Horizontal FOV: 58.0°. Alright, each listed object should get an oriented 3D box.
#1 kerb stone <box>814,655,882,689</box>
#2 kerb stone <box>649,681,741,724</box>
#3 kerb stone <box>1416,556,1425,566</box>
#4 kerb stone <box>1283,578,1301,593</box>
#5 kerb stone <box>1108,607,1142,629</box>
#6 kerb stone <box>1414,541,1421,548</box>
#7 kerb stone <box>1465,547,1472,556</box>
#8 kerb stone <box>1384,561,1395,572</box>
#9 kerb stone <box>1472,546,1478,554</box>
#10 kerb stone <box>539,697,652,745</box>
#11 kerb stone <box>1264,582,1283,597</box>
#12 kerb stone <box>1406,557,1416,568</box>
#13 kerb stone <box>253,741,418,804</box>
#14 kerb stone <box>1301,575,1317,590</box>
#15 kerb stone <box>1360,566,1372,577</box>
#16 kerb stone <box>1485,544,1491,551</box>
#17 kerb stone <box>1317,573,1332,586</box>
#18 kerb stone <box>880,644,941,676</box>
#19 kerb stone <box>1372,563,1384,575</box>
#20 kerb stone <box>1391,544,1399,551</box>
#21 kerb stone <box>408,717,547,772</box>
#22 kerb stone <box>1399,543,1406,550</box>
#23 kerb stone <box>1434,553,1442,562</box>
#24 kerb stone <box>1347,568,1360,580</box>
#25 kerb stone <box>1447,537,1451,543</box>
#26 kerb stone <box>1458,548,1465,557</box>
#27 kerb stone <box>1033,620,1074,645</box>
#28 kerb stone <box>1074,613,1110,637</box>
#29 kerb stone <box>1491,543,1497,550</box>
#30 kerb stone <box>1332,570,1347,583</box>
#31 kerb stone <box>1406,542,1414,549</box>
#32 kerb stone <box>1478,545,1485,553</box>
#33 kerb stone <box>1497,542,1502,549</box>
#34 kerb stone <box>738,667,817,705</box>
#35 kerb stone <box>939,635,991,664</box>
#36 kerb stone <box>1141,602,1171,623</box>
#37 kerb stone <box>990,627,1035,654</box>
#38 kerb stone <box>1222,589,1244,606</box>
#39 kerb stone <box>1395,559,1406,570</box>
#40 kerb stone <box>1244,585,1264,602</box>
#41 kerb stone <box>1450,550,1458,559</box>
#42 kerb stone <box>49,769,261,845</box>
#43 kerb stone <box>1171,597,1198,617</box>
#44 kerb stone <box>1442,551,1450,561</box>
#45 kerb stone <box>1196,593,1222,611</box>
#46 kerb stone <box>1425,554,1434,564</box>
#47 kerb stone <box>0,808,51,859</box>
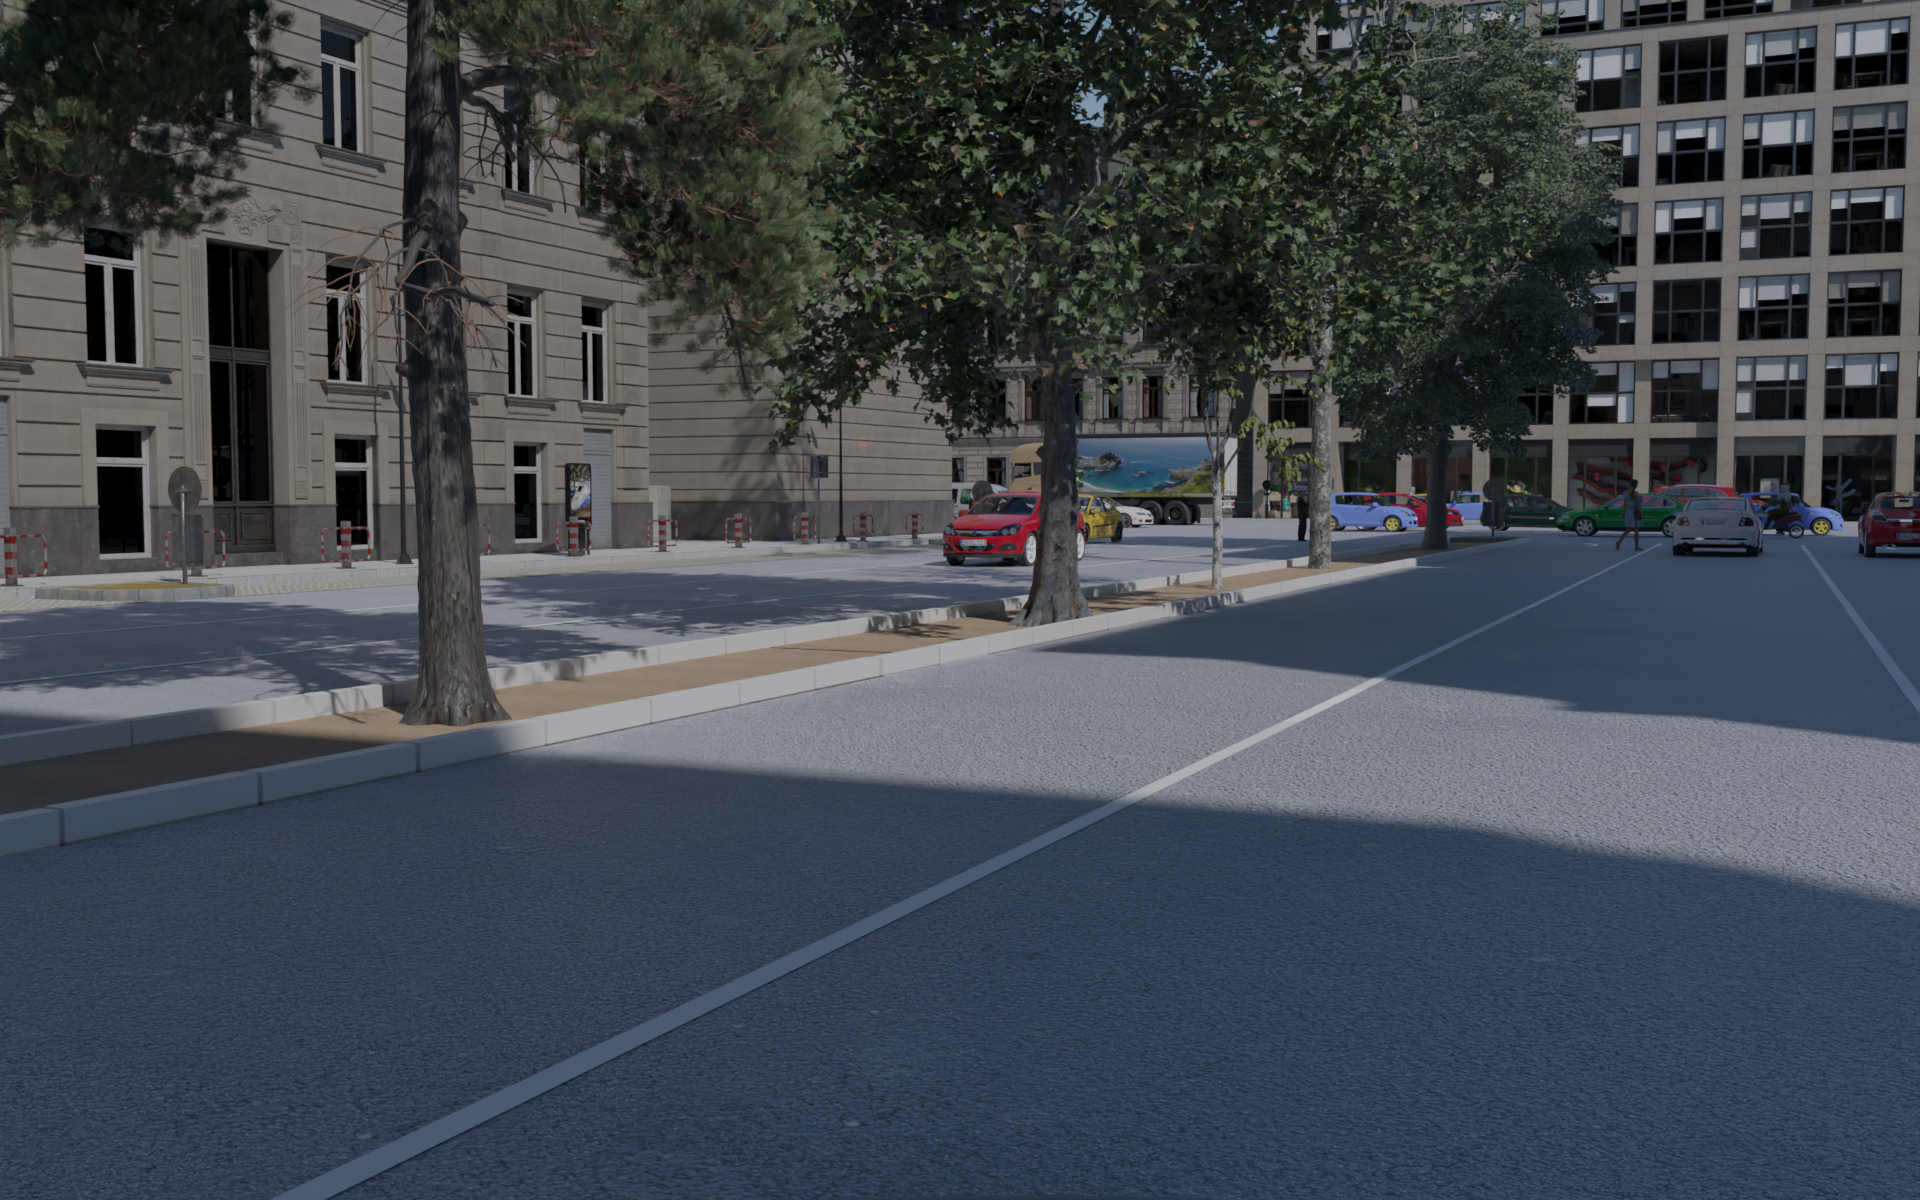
[{"bbox_3d":[-0.898,0.553,13.153,0.120,0.150,1.000,2,4,25],"label":"kerb stone"},{"bbox_3d":[-1.761,0.668,11.279,0.120,0.150,1.000,2,4,25],"label":"kerb stone"},{"bbox_3d":[9.115,-0.763,34.678,0.120,0.150,1.000,2,4,25],"label":"kerb stone"},{"bbox_3d":[4.764,-0.191,25.315,0.120,0.150,1.000,2,4,25],"label":"kerb stone"},{"bbox_3d":[1.728,0.209,18.779,0.120,0.150,1.000,2,4,25],"label":"kerb stone"},{"bbox_3d":[11.984,-1.446,45.840,0.120,0.150,1.000,2,4,25],"label":"kerb stone"},{"bbox_3d":[11.710,-1.106,40.279,0.120,0.150,1.000,2,4,25],"label":"kerb stone"},{"bbox_3d":[7.799,-0.592,31.875,0.120,0.150,1.000,2,4,25],"label":"kerb stone"},{"bbox_3d":[12.139,-1.163,41.215,0.120,0.150,1.000,2,4,25],"label":"kerb stone"},{"bbox_3d":[-2.194,0.725,10.347,0.120,0.150,1.000,2,4,25],"label":"kerb stone"},{"bbox_3d":[4.327,-0.131,24.385,0.120,0.150,1.000,2,4,25],"label":"kerb stone"},{"bbox_3d":[8.679,-0.706,33.742,0.120,0.150,1.000,2,4,25],"label":"kerb stone"},{"bbox_3d":[-3.064,0.842,8.477,0.120,0.150,1.000,2,4,25],"label":"kerb stone"},{"bbox_3d":[5.189,-0.248,26.254,0.120,0.150,1.000,2,4,25],"label":"kerb stone"},{"bbox_3d":[6.935,-0.477,30.006,0.120,0.150,1.000,2,4,25],"label":"kerb stone"},{"bbox_3d":[13.007,-1.270,43.084,0.120,0.150,1.000,2,4,25],"label":"kerb stone"},{"bbox_3d":[5.623,-0.305,27.186,0.120,0.150,1.000,2,4,25],"label":"kerb stone"},{"bbox_3d":[-0.446,0.498,14.096,0.120,0.150,1.000,2,4,25],"label":"kerb stone"},{"bbox_3d":[7.370,-0.531,30.939,0.120,0.150,1.000,2,4,25],"label":"kerb stone"},{"bbox_3d":[10.684,-1.275,43.042,0.120,0.150,1.000,2,4,25],"label":"kerb stone"},{"bbox_3d":[-2.625,0.782,9.409,0.120,0.150,1.000,2,4,25],"label":"kerb stone"},{"bbox_3d":[11.116,-1.332,43.974,0.120,0.150,1.000,2,4,25],"label":"kerb stone"},{"bbox_3d":[9.978,-0.878,36.546,0.120,0.150,1.000,2,4,25],"label":"kerb stone"},{"bbox_3d":[6.506,-0.420,29.057,0.120,0.150,1.000,2,4,25],"label":"kerb stone"},{"bbox_3d":[14.581,-1.790,51.459,0.120,0.150,1.000,2,4,25],"label":"kerb stone"},{"bbox_3d":[11.276,-1.044,39.343,0.120,0.150,1.000,2,4,25],"label":"kerb stone"},{"bbox_3d":[0.855,0.324,16.903,0.120,0.150,1.000,2,4,25],"label":"kerb stone"},{"bbox_3d":[1.290,0.267,17.849,0.120,0.150,1.000,2,4,25],"label":"kerb stone"},{"bbox_3d":[13.445,-1.335,44.020,0.120,0.150,1.000,2,4,25],"label":"kerb stone"},{"bbox_3d":[6.069,-0.363,28.127,0.120,0.150,1.000,2,4,25],"label":"kerb stone"},{"bbox_3d":[11.549,-1.387,44.906,0.120,0.150,1.000,2,4,25],"label":"kerb stone"},{"bbox_3d":[12.577,-1.220,42.145,0.120,0.150,1.000,2,4,25],"label":"kerb stone"},{"bbox_3d":[13.881,-1.392,44.957,0.120,0.150,1.000,2,4,25],"label":"kerb stone"},{"bbox_3d":[-1.330,0.612,12.211,0.120,0.150,1.000,2,4,25],"label":"kerb stone"},{"bbox_3d":[-0.008,0.438,15.034,0.120,0.150,1.000,2,4,25],"label":"kerb stone"},{"bbox_3d":[2.160,0.152,19.713,0.120,0.150,1.000,2,4,25],"label":"kerb stone"},{"bbox_3d":[0.421,0.381,15.968,0.120,0.150,1.000,2,4,25],"label":"kerb stone"},{"bbox_3d":[3.461,-0.020,22.515,0.120,0.150,1.000,2,4,25],"label":"kerb stone"},{"bbox_3d":[8.238,-0.649,32.814,0.120,0.150,1.000,2,4,25],"label":"kerb stone"},{"bbox_3d":[3.897,-0.072,23.449,0.120,0.150,1.000,2,4,25],"label":"kerb stone"},{"bbox_3d":[10.841,-0.992,38.411,0.120,0.150,1.000,2,4,25],"label":"kerb stone"},{"bbox_3d":[-3.496,0.896,7.543,0.120,0.150,1.000,2,4,25],"label":"kerb stone"},{"bbox_3d":[2.599,0.097,20.641,0.120,0.150,1.000,2,4,25],"label":"kerb stone"},{"bbox_3d":[10.414,-0.935,37.476,0.120,0.150,1.000,2,4,25],"label":"kerb stone"},{"bbox_3d":[3.030,0.038,21.581,0.120,0.150,1.000,2,4,25],"label":"kerb stone"},{"bbox_3d":[9.546,-0.821,35.613,0.120,0.150,1.000,2,4,25],"label":"kerb stone"},{"bbox_3d":[-3.924,0.955,6.609,0.120,0.150,1.000,2,4,25],"label":"kerb stone"}]
